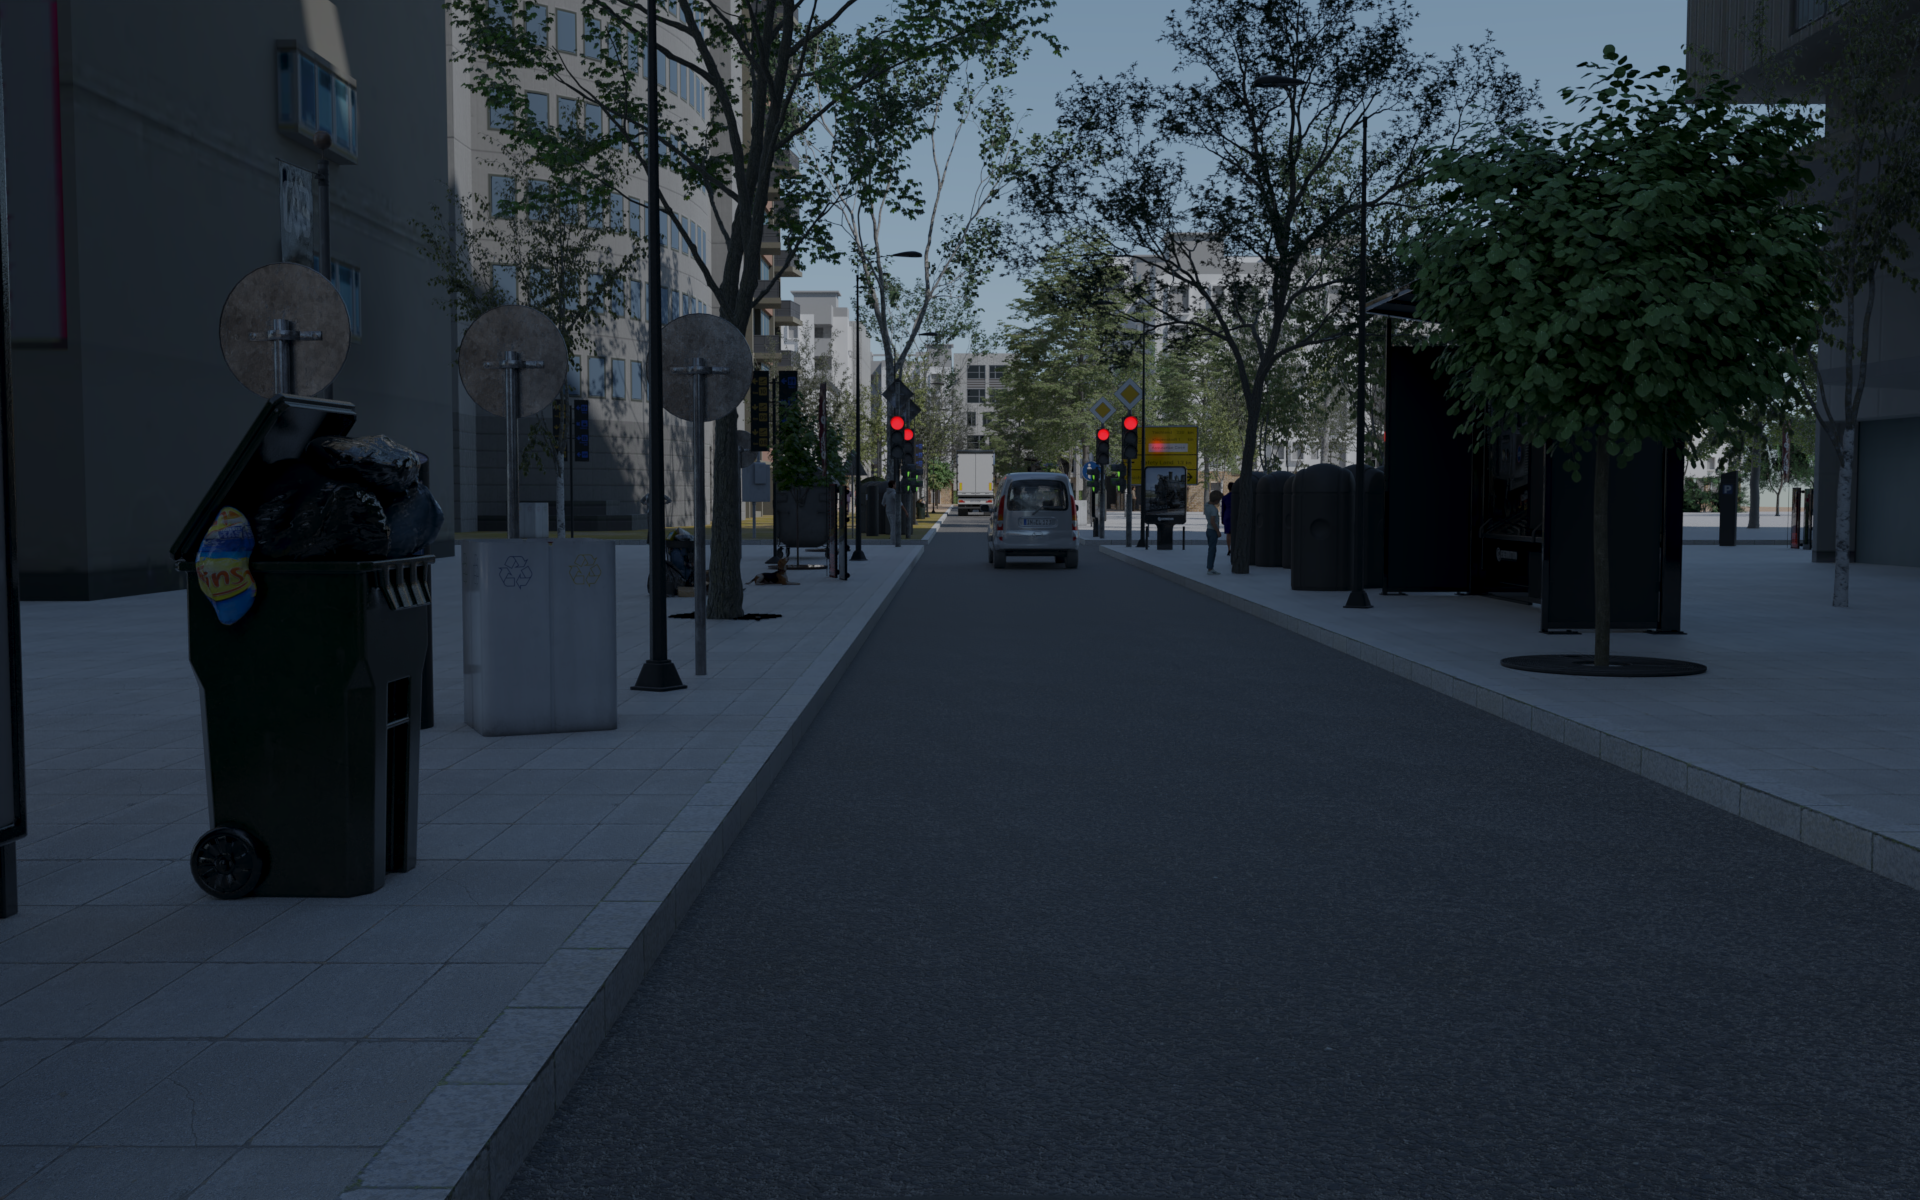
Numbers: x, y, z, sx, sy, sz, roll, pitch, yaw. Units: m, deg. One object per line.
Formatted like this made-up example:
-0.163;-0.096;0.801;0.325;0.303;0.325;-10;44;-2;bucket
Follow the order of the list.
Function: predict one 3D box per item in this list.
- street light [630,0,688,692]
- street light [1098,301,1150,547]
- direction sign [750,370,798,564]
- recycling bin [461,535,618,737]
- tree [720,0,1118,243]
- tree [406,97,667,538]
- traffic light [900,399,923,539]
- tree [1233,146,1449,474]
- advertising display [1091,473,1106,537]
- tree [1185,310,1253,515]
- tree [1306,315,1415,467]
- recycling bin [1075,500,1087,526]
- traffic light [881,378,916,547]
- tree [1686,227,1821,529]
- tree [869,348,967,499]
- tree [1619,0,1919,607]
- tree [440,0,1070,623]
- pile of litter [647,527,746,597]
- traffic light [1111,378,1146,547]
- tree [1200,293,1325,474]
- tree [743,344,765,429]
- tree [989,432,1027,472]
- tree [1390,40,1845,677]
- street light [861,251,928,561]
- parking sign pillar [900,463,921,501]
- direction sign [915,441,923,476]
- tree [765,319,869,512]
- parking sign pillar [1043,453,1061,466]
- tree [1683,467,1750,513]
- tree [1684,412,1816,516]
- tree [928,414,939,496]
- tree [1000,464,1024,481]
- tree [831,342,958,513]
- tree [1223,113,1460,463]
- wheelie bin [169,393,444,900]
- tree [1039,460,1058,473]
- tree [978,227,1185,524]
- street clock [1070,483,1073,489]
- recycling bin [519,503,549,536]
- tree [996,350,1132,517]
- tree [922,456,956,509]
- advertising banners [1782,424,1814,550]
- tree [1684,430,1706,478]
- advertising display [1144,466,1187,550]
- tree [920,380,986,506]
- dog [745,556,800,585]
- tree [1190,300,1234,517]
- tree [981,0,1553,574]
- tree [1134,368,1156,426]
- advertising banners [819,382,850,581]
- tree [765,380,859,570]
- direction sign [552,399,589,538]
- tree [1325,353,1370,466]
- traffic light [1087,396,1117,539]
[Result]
-1.439;-2.365;11.207;1.470;5.913;1.316;0;3;0;street light
3.863;-4.224;41.596;1.470;5.913;1.316;0;3;0;street light
-3.409;-2.436;31.830;0.876;3.537;0.379;0;4;5;direction sign
-2.329;0.183;9.569;0.722;1.027;0.722;-2;4;-25;recycling bin
-1.299;-12.422;58.996;12.611;20.169;13.585;0;3;0;tree
-7.547;-4.960;31.458;4.360;8.622;3.978;0;3;0;tree
-1.478;-3.728;49.867;0.839;4.253;0.868;0;3;0;traffic light
8.623;-5.239;36.025;4.737;8.622;4.395;0;3;0;tree
4.151;-2.853;51.864;0.123;1.923;0.974;1;4;23;advertising display
14.872;-11.499;106.140;7.486;12.596;7.792;0;3;0;tree
28.055;-12.546;115.491;12.009;13.543;11.850;0;3;0;tree
4.660;-3.531;70.286;0.722;1.027;0.722;-3;4;-36;recycling bin
-1.485;-3.239;41.882;0.839;4.253;0.868;0;3;0;traffic light
30.081;-8.949;64.447;7.486;12.596;7.792;0;3;0;tree
-1.802;-8.424;88.087;4.360;8.622;3.978;0;3;0;tree
9.955;-4.243;19.729;4.360;8.622;3.978;0;3;0;tree
-2.261;-5.613;17.523;9.928;11.665;9.643;0;3;0;tree
-3.337;-0.507;22.255;1.176;0.858;1.719;3;4;36;pile of litter
4.076;-3.240;41.893;0.839;4.253;0.868;0;3;0;traffic light
10.636;-6.902;63.211;4.360;8.622;3.978;0;3;0;tree
-8.163;-7.929;80.004;4.360;8.622;3.978;0;3;0;tree
5.163;-15.008;195.749;4.360;8.622;3.978;0;3;0;tree
4.815;-1.775;12.736;4.285;4.588;4.351;0;3;0;tree
-1.418;-3.713;33.242;1.470;5.913;1.316;0;3;0;street light
-3.183;-7.489;110.918;1.447;3.967;1.447;-1;4;-23;parking sign pillar
-2.026;-5.036;74.336;0.876;3.537;0.379;0;4;-7;direction sign
-5.924;-7.468;72.460;4.360;8.622;3.978;0;3;0;tree
5.829;-7.360;108.805;1.447;3.967;1.447;1;4;12;parking sign pillar
45.536;-13.261;118.635;18.604;14.587;13.155;-3;5;-41;tree
48.899;-8.544;102.597;20.602;7.101;11.467;0;4;-6;tree
-2.676;-15.901;194.390;8.767;10.594;7.601;0;4;1;tree
5.645;-11.469;171.234;4.285;4.588;4.351;0;3;0;tree
-3.102;-8.058;82.107;4.737;8.622;4.395;0;3;0;tree
18.635;-13.953;84.012;12.611;20.169;13.585;0;3;0;tree
-2.120;0.132;5.750;0.693;1.594;0.980;0;4;2;wheelie bin
4.601;-5.771;88.958;1.663;3.219;1.824;0;3;0;tree
4.999;-9.546;74.196;7.486;12.596;7.792;0;3;0;tree
7.073;-6.582;112.192;0.471;2.002;0.358;2;4;27;street clock
-12.436;-2.307;50.267;0.722;1.027;0.722;1;4;19;recycling bin
5.111;-8.217;84.706;4.737;8.622;4.395;0;3;0;tree
-1.889;-9.924;145.965;4.285;4.588;4.351;0;3;0;tree
19.629;-2.716;40.598;0.090;3.025;2.074;0;4;6;advertising banners
30.354;-7.488;72.797;4.737;8.622;4.395;0;3;0;tree
4.717;-2.115;39.800;0.974;1.923;0.123;1;4;13;advertising display
-2.546;-16.681;183.109;12.009;13.543;11.850;0;3;0;tree
-2.654;-0.415;24.516;0.550;0.427;0.748;-3;5;-43;dog
10.162;-6.467;56.099;4.737;8.622;4.395;0;3;0;tree
4.549;-5.680;27.273;8.767;10.594;7.601;0;4;-8;tree
8.987;-8.907;95.984;4.737;8.622;4.395;0;3;0;tree
-1.940;-1.854;26.508;0.090;3.025;2.074;-1;4;-15;advertising banners
-2.836;-2.137;29.536;1.663;3.219;1.824;0;3;0;tree
-9.320;-3.030;41.536;0.876;3.537;0.379;-2;4;-30;direction sign
13.410;-7.271;69.243;4.360;8.622;3.978;0;3;0;tree
4.083;-3.728;49.878;0.839;4.253;0.868;0;3;0;traffic light
